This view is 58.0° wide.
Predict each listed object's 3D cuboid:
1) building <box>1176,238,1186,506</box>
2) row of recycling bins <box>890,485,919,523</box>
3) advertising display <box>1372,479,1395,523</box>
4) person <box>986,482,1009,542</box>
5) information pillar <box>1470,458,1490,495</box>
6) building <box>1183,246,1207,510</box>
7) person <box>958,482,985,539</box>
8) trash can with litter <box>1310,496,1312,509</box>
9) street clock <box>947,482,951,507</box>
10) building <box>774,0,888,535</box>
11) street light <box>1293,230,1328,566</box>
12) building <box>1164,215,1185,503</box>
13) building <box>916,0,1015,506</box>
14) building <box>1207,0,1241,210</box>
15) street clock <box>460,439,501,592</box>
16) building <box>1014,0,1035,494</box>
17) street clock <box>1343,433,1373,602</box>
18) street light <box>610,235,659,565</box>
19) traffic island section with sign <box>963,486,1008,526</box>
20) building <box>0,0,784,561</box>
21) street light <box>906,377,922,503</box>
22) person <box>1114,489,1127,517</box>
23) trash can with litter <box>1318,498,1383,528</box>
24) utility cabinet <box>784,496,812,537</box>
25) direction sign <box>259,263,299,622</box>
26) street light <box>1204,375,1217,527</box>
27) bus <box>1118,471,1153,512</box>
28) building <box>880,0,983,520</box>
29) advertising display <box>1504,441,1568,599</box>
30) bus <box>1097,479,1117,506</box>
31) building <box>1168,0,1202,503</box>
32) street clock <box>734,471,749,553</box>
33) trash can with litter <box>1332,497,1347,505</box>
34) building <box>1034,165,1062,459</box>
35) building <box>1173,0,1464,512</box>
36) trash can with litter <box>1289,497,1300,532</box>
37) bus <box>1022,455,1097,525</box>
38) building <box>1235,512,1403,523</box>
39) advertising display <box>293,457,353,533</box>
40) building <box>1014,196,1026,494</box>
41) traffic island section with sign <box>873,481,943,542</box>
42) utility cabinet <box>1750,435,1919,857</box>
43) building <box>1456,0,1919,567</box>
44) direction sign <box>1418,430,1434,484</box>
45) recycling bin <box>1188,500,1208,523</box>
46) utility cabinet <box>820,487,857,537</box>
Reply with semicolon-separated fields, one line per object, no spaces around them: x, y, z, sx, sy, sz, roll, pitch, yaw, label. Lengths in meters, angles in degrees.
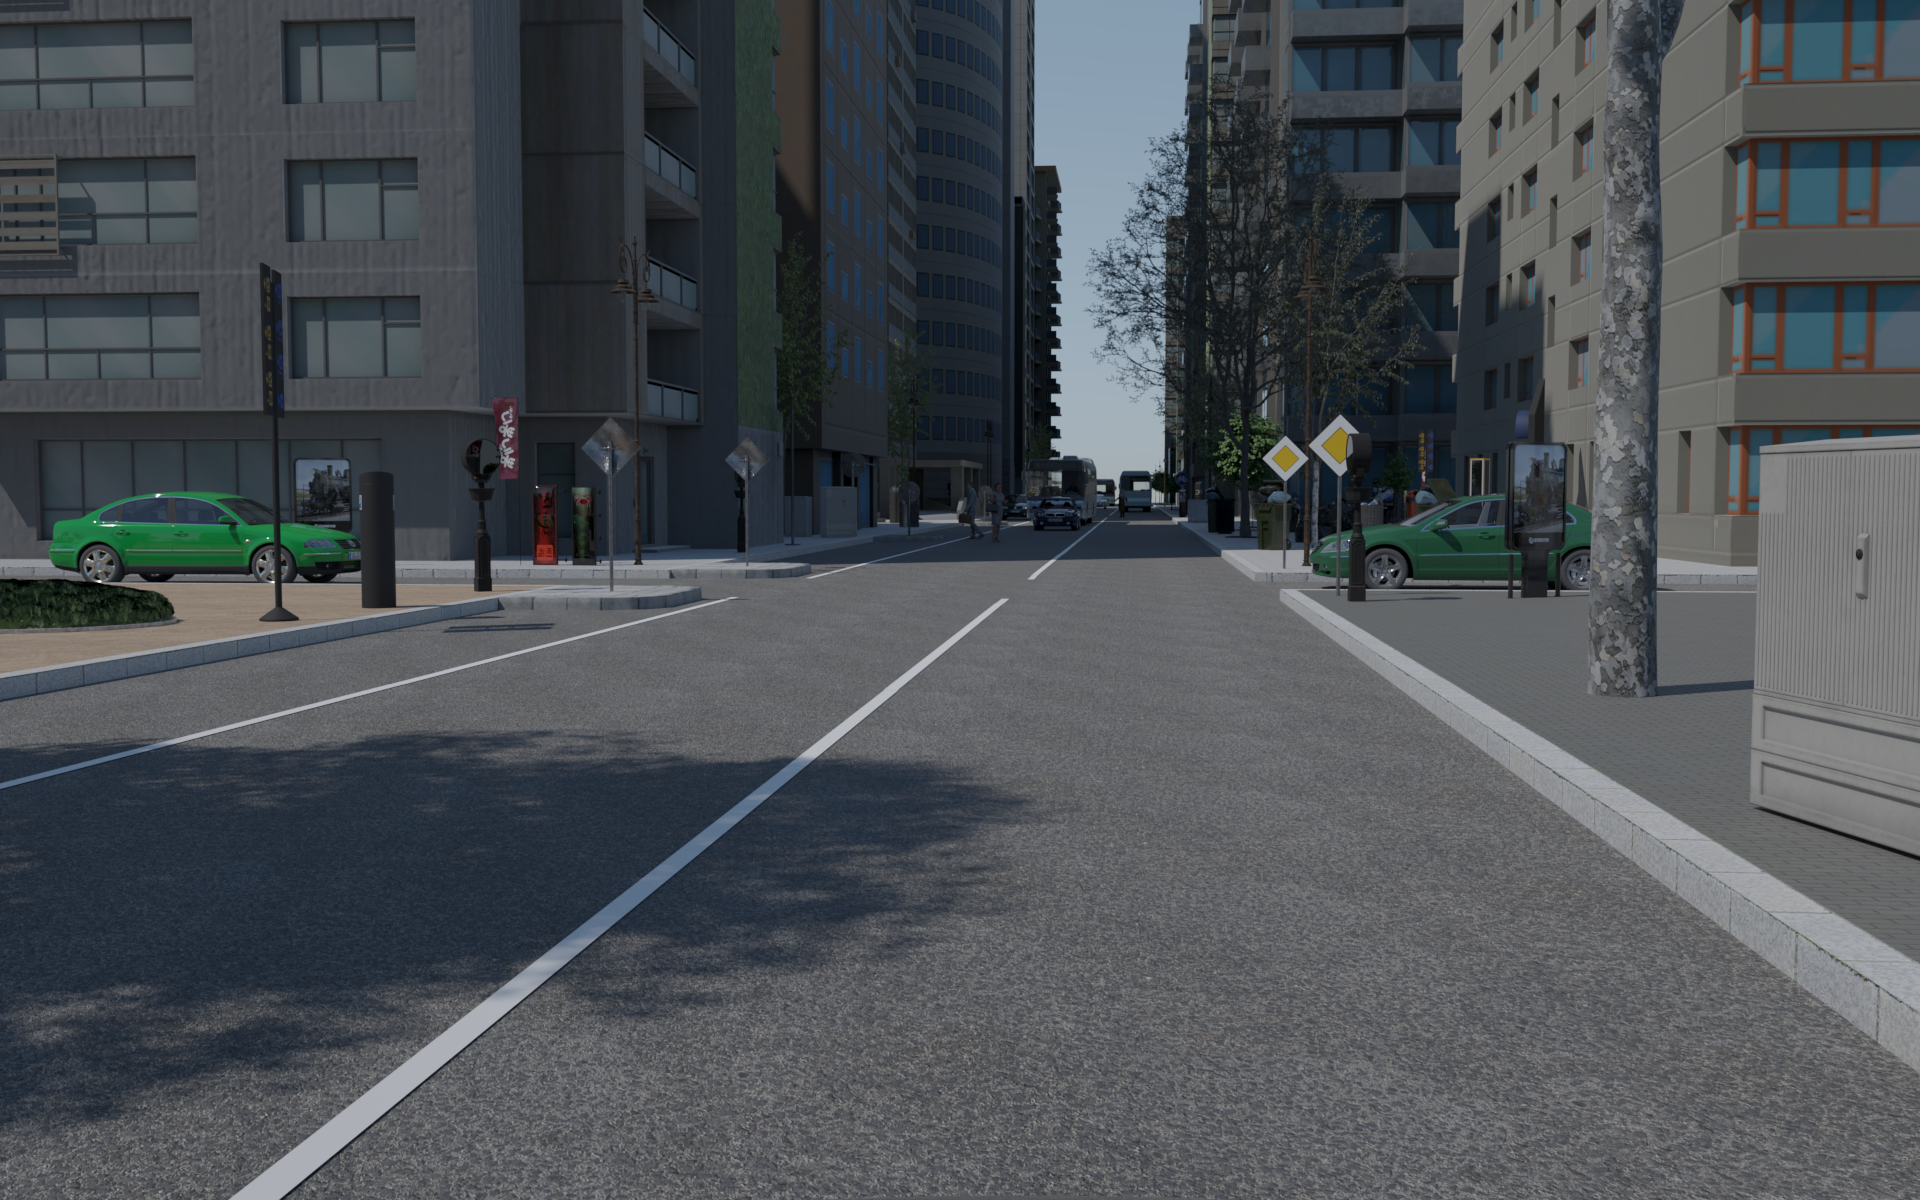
31.563;-25.950;195.977;14.160;30.474;14.107;0;4;6;building
-2.533;-4.329;77.888;1.069;1.692;3.534;1;4;8;row of recycling bins
17.594;-4.079;71.908;0.974;1.923;0.123;3;4;38;advertising display
1.093;-2.620;51.690;0.716;1.782;0.532;-2;4;-33;person
10.734;-1.915;35.796;0.304;2.012;0.304;3;5;41;information pillar
31.431;-17.590;132.641;27.650;21.520;28.899;0;4;6;building
0.359;-2.834;54.951;0.853;1.813;0.709;0;4;-2;person
14.151;-3.637;70.523;1.678;1.210;2.233;-3;5;-40;trash can with litter
-0.600;-6.200;105.938;0.358;2.002;0.471;1;4;21;street clock
-10.409;-25.070;60.009;14.600;45.320;14.200;0;4;6;building
6.165;-3.537;30.623;0.468;5.910;1.993;0;4;6;street light
37.224;-34.950;255.023;14.154;41.232;14.086;0;4;6;building
-7.684;-35.336;119.747;21.231;58.520;28.212;0;4;6;building
22.923;-26.162;111.340;14.154;41.232;14.086;0;4;6;building
-6.284;-1.113;22.761;0.471;2.002;0.358;-2;4;-33;street clock
0.365;-46.638;200.780;20.563;71.187;20.611;0;4;6;building
4.743;-0.984;20.656;0.358;2.002;0.471;0;4;2;street clock
-5.816;-3.569;31.144;0.468;5.910;1.993;0;4;6;street light
1.201;-4.348;79.718;1.989;1.847;2.006;0;4;6;traffic island section with sign
-12.301;-21.683;38.110;14.154;41.232;14.086;0;4;6;building
-1.818;-5.851;68.456;0.468;5.910;1.993;0;4;6;street light
9.973;-5.992;107.198;0.721;1.736;1.217;3;5;44;person
8.049;-1.313;32.526;2.233;1.210;1.678;2;4;25;trash can with litter
-4.846;-2.496;51.963;0.306;1.237;1.020;-3;5;-43;utility cabinet
-6.902;-1.557;17.451;0.379;3.537;0.876;-1;4;-10;direction sign
9.718;-5.778;67.259;0.468;5.910;1.993;0;4;6;street light
14.442;-9.024;142.396;2.948;3.499;13.247;0;4;6;bus
-15.303;-24.567;93.558;32.217;40.220;23.993;0;4;6;building
7.129;-0.993;21.450;0.974;1.923;0.123;-2;4;-31;advertising display
17.002;-12.791;203.990;2.948;3.499;13.247;0;4;5;bus
39.571;-56.154;230.786;22.319;86.520;31.000;0;4;6;building
-4.787;-2.044;37.985;0.358;2.002;0.471;-1;4;-17;street clock
16.055;-3.733;72.422;1.055;1.170;0.624;-3;4;-38;trash can with litter
1.934;-34.962;226.247;22.147;44.769;28.867;0;4;6;building
32.261;-33.166;161.876;23.786;49.044;30.456;0;4;6;building
10.826;-2.836;57.756;1.055;1.170;0.624;1;4;14;trash can with litter
4.911;-5.340;82.172;2.948;3.499;13.247;0;4;7;bus
25.138;-28.603;87.274;23.786;49.044;30.456;0;4;6;building
-11.300;-1.561;30.732;0.974;1.923;0.123;-2;4;-30;advertising display
-1.263;-23.863;161.859;14.160;30.474;14.107;0;4;6;building
-1.543;-2.708;52.902;1.989;1.847;2.006;0;4;6;traffic island section with sign
3.422;0.136;6.458;0.318;1.500;1.173;0;4;-6;utility cabinet
29.390;-12.060;42.217;28.899;21.520;27.650;0;4;6;building
16.454;-4.232;61.188;0.379;3.537;0.876;-1;4;-20;direction sign
10.744;-4.007;78.073;0.722;1.027;0.722;-1;4;-22;recycling bin
-3.573;-2.600;51.194;1.173;1.500;0.318;-3;5;-43;utility cabinet
